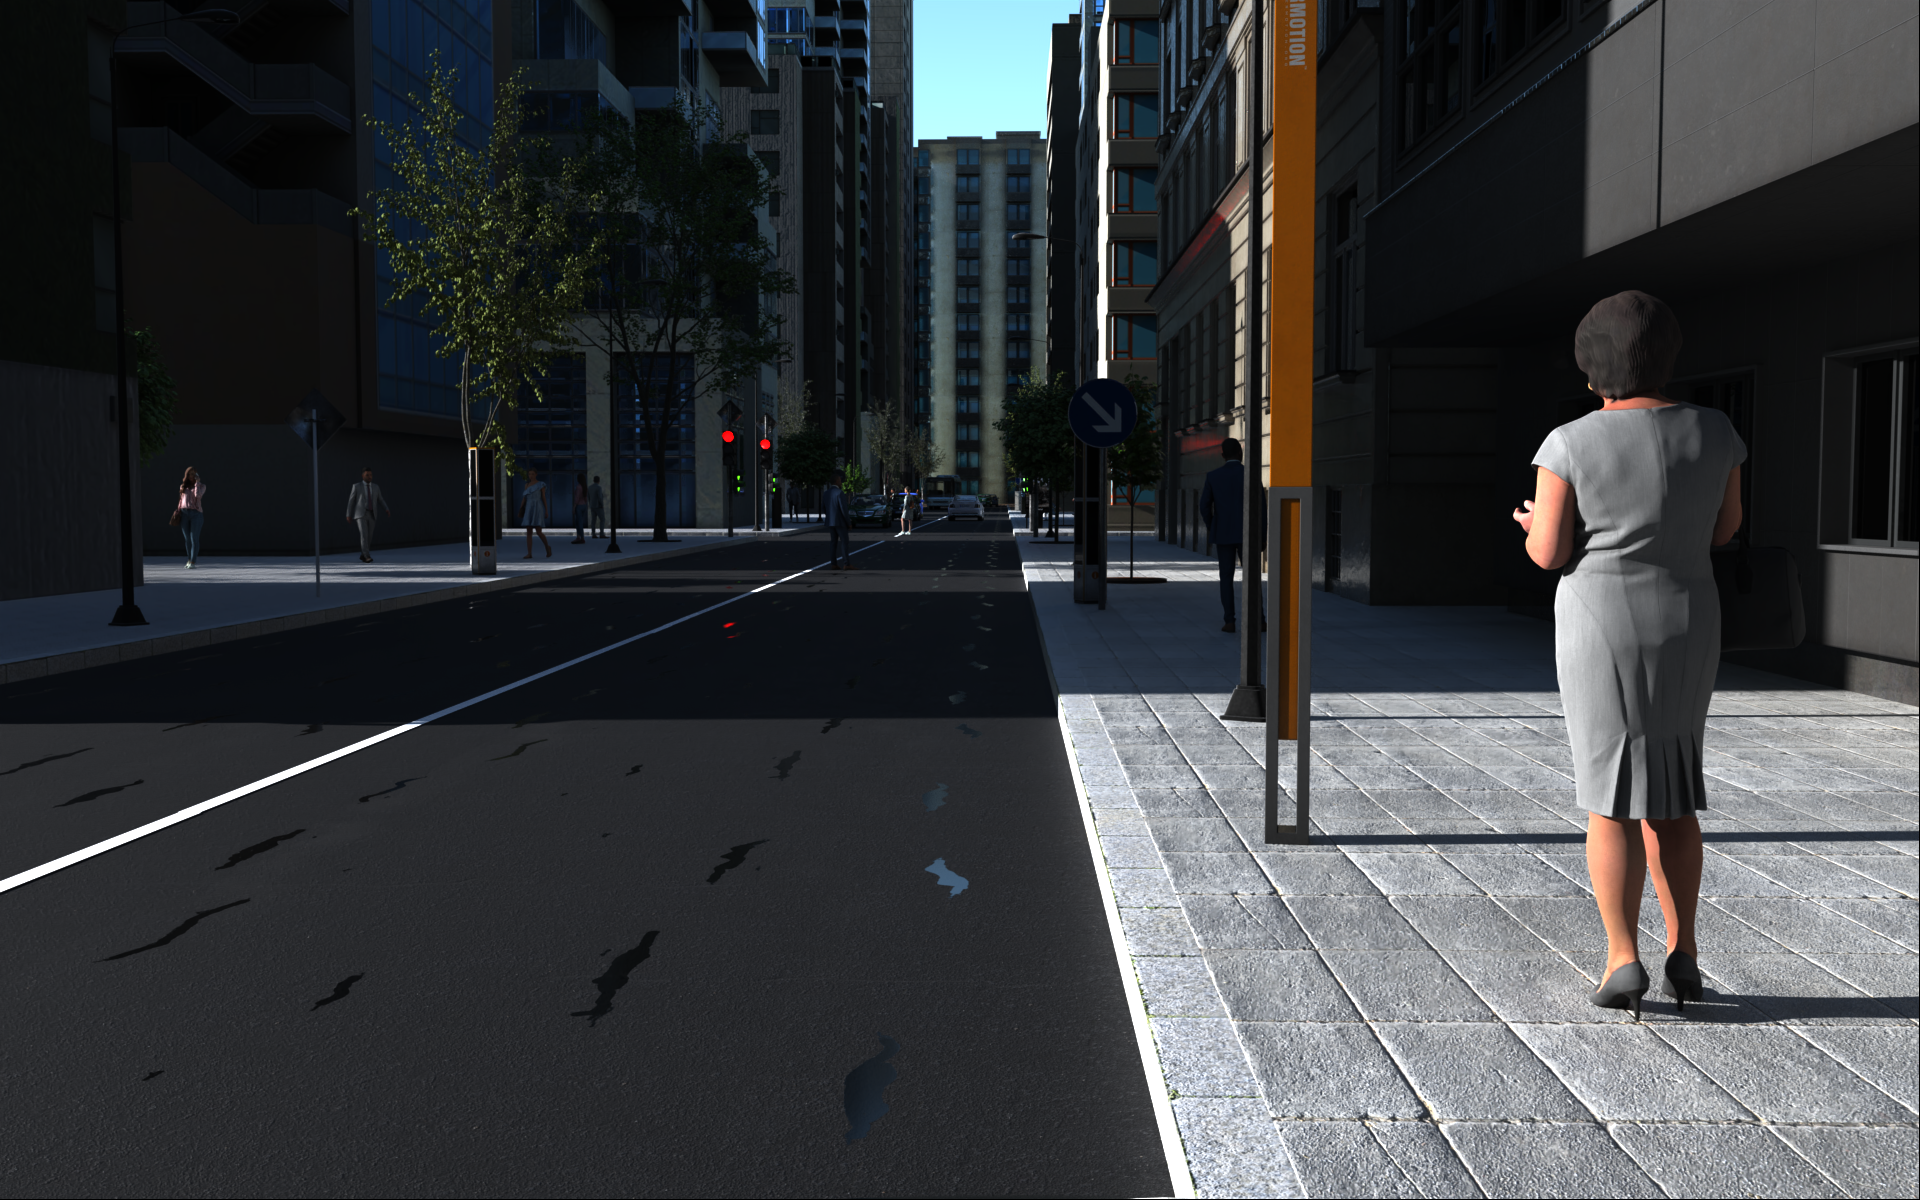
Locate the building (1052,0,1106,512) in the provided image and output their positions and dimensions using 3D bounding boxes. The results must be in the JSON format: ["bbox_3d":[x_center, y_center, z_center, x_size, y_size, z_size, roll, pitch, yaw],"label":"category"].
[{"bbox_3d":[17.055,-49.184,116.829,22.319,86.520,31.000,0,4,1],"label":"building"}]

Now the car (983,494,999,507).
[{"bbox_3d":[3.412,-11.168,194.591,2.014,1.417,4.499,0,4,0],"label":"car"}]

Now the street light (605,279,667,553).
[{"bbox_3d":[-7.026,-3.981,37.628,1.470,5.913,1.316,0,4,1],"label":"street light"}]

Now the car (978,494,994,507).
[{"bbox_3d":[2.574,-10.707,186.854,2.131,1.459,4.920,0,4,1],"label":"car"}]

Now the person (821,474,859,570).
[{"bbox_3d":[-2.300,-1.470,32.712,0.721,1.800,0.419,2,4,34],"label":"person"}]

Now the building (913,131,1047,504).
[{"bbox_3d":[7.625,-37.411,231.285,30.456,49.044,23.786,0,4,1],"label":"building"}]

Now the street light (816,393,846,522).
[{"bbox_3d":[-5.933,-6.567,79.919,1.470,5.913,1.316,0,4,1],"label":"street light"}]

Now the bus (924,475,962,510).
[{"bbox_3d":[-1.463,-10.225,162.046,2.948,3.499,13.247,0,4,3],"label":"bus"}]

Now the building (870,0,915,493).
[{"bbox_3d":[-16.012,-46.429,197.371,20.611,71.187,20.563,0,4,1],"label":"building"}]

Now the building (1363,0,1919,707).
[{"bbox_3d":[11.005,-13.002,6.098,14.314,27.812,24.014,0,4,1],"label":"building"}]

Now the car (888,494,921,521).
[{"bbox_3d":[-3.050,-5.084,92.903,2.009,1.686,4.222,0,4,3],"label":"car"}]

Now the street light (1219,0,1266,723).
[{"bbox_3d":[1.119,-2.275,9.738,1.470,5.913,1.316,0,4,1],"label":"street light"}]

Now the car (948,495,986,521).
[{"bbox_3d":[0.339,-4.980,93.791,2.083,1.381,4.827,0,4,2],"label":"car"}]

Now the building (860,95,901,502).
[{"bbox_3d":[-13.414,-29.936,173.041,14.154,41.232,14.086,0,4,1],"label":"building"}]

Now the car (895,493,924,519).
[{"bbox_3d":[-3.046,-5.625,101.560,1.945,1.707,3.694,0,4,0],"label":"car"}]

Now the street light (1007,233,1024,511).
[{"bbox_3d":[1.633,-3.572,30.945,1.470,5.913,1.316,0,4,1],"label":"street light"}]

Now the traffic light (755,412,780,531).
[{"bbox_3d":[-6.623,-4.319,59.531,0.839,4.253,0.868,0,4,1],"label":"traffic light"}]

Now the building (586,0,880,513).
[{"bbox_3d":[-17.819,-51.163,149.191,22.319,86.520,31.000,0,4,1],"label":"building"}]

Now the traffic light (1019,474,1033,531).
[{"bbox_3d":[2.435,-4.306,59.319,0.839,4.253,0.868,0,4,1],"label":"traffic light"}]

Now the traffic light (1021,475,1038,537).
[{"bbox_3d":[2.233,-3.817,51.336,0.839,4.253,0.868,0,4,1],"label":"traffic light"}]

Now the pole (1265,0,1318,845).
[{"bbox_3d":[1.210,-0.763,6.311,0.158,3.312,0.155,0,3,0],"label":"pole"}]

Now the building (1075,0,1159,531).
[{"bbox_3d":[19.864,-13.929,72.784,28.899,21.520,27.650,0,4,1],"label":"building"}]

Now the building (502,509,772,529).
[{"bbox_3d":[-19.496,-46.742,76.908,22.319,86.520,31.000,0,4,1],"label":"building"}]

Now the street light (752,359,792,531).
[{"bbox_3d":[-6.482,-5.335,59.760,1.470,5.913,1.316,0,4,1],"label":"street light"}]

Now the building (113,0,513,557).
[{"bbox_3d":[-19.861,-23.933,41.413,14.200,45.320,14.600,0,4,1],"label":"building"}]

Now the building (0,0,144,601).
[{"bbox_3d":[-18.571,-14.975,16.550,14.160,30.474,14.107,0,4,1],"label":"building"}]

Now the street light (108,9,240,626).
[{"bbox_3d":[-7.606,-2.706,16.777,1.470,5.913,1.316,0,4,1],"label":"street light"}]

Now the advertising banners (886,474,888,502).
[{"bbox_3d":[-5.133,-7.738,122.710,0.090,3.025,2.074,0,4,0],"label":"advertising banners"}]

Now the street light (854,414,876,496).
[{"bbox_3d":[-5.564,-7.801,100.082,1.470,5.913,1.316,0,4,1],"label":"street light"}]

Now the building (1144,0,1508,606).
[{"bbox_3d":[12.322,-12.228,33.208,16.112,22.955,30.059,0,4,1],"label":"building"}]

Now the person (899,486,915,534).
[{"bbox_3d":[-1.843,-3.175,61.418,0.522,1.701,0.512,2,4,28],"label":"person"}]

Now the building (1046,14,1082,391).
[{"bbox_3d":[19.517,-33.573,172.618,21.300,48.544,21.600,0,4,1],"label":"building"}]

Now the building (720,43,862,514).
[{"bbox_3d":[-14.113,-20.999,115.040,14.160,30.474,14.107,0,4,1],"label":"building"}]

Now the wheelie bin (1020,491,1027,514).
[{"bbox_3d":[4.182,-6.267,110.380,0.693,1.594,0.980,0,4,7],"label":"wheelie bin"}]

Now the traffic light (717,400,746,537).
[{"bbox_3d":[-6.825,-3.830,51.549,0.839,4.253,0.868,0,4,1],"label":"traffic light"}]

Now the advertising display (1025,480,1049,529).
[{"bbox_3d":[2.901,-3.625,64.489,0.974,1.923,0.123,1,4,14],"label":"advertising display"}]

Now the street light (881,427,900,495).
[{"bbox_3d":[-4.877,-9.033,120.238,1.470,5.913,1.316,0,4,1],"label":"street light"}]

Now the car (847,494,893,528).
[{"bbox_3d":[-3.897,-3.808,74.065,2.131,1.459,4.920,0,4,0],"label":"car"}]
